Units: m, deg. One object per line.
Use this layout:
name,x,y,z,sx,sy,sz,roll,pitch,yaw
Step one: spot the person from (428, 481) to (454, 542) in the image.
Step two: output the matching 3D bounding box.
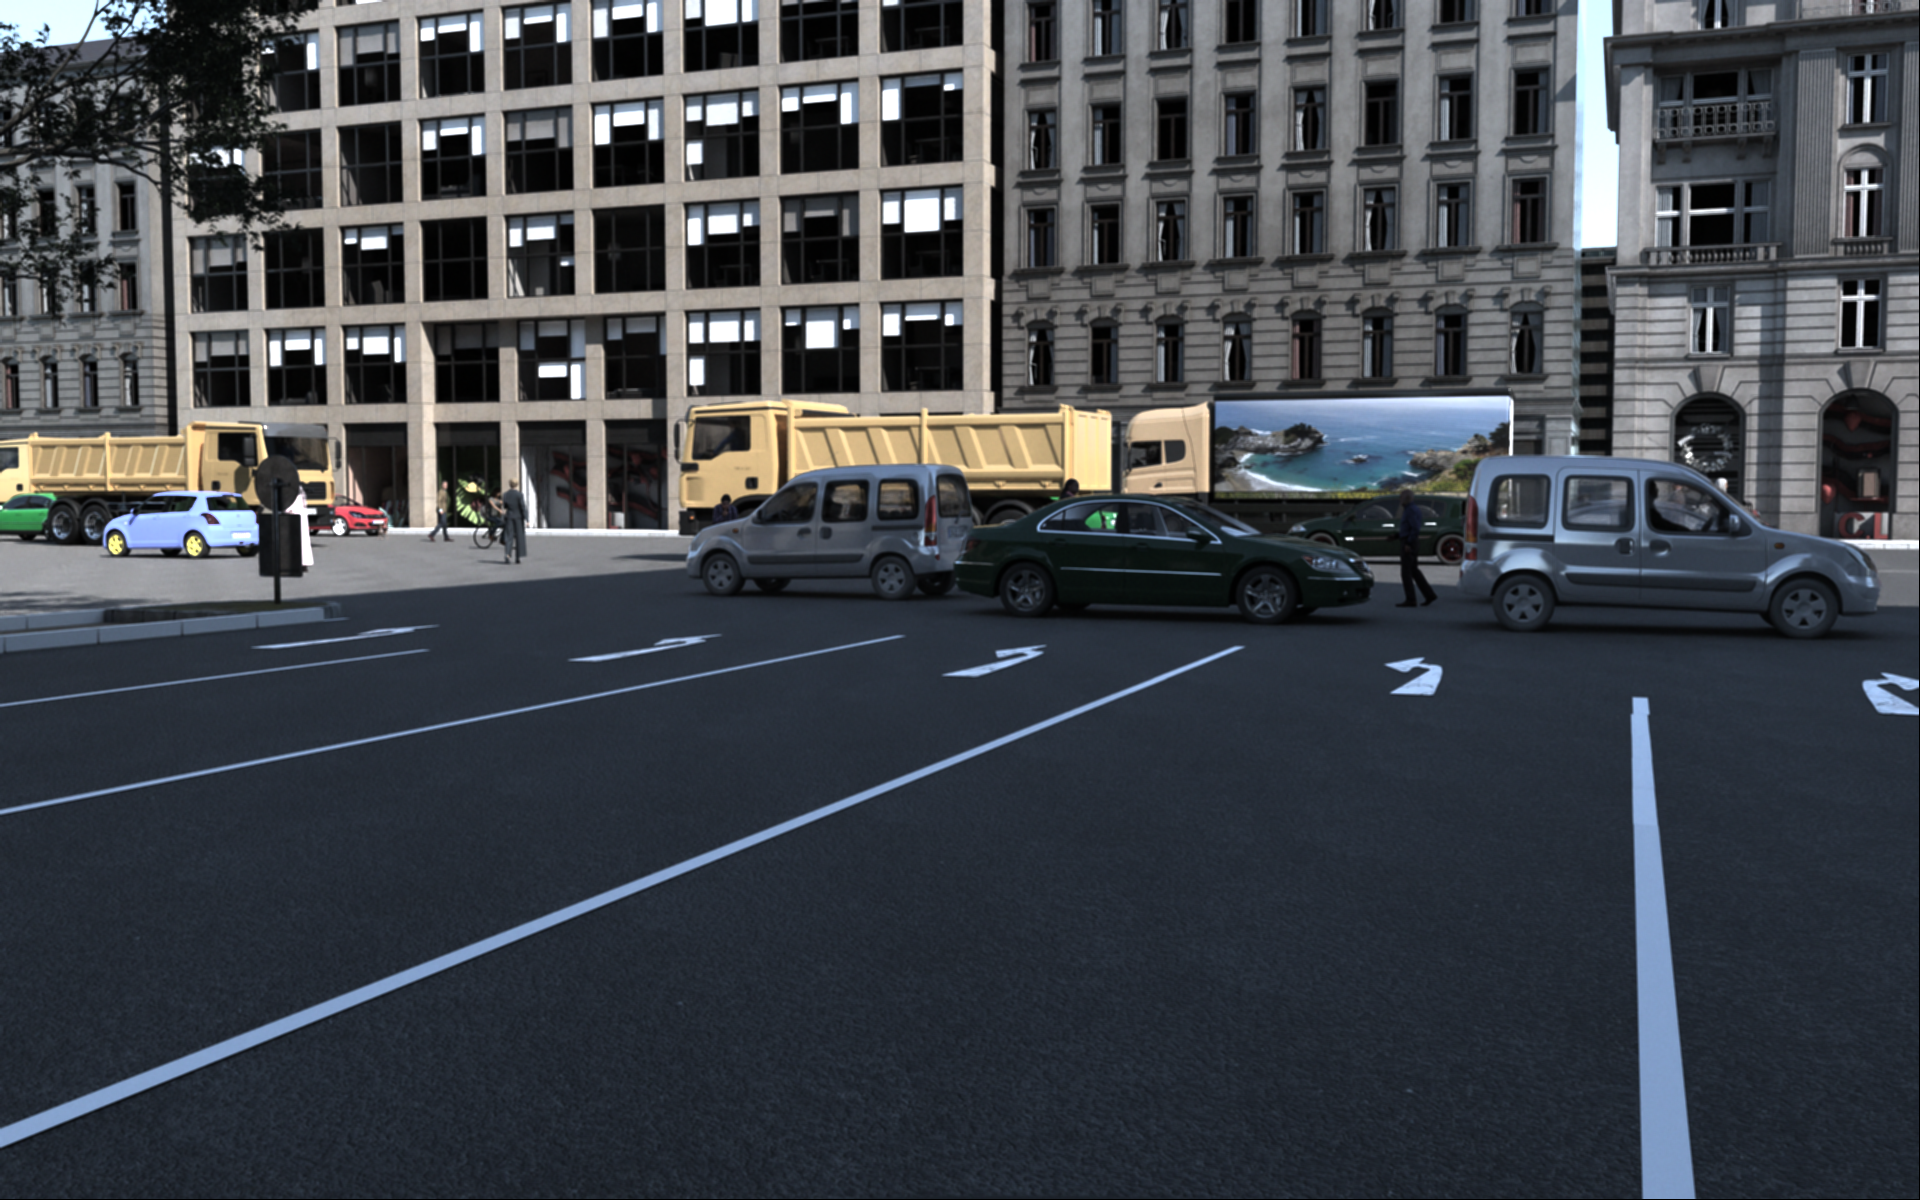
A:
person,-15.654,-2.682,52.269,0.836,1.842,0.656,-3,5,-39

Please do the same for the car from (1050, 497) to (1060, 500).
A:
car,1.266,-1.802,38.265,4.718,1.807,1.959,1,4,21

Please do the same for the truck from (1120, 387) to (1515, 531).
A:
truck,9.556,-3.645,48.513,11.283,4.237,2.839,1,4,19

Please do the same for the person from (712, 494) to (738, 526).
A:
person,-4.013,-1.091,29.571,0.421,1.427,0.697,-1,4,-14

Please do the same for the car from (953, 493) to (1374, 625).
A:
car,2.353,-0.521,20.311,4.920,1.459,2.131,1,4,23

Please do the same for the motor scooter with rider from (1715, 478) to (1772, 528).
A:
motor scooter with rider,14.729,-1.464,32.899,1.986,1.779,0.876,1,4,19

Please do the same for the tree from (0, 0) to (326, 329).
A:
tree,-9.277,-4.829,15.823,8.767,10.594,7.601,1,4,21

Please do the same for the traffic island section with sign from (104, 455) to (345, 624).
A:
traffic island section with sign,-8.198,-0.708,19.709,2.006,1.907,1.989,1,4,21

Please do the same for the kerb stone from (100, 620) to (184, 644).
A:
kerb stone,-8.116,0.315,17.072,0.120,0.150,1.000,1,4,21

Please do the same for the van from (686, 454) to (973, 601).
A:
van,-1.864,-1.068,24.479,4.112,2.044,2.013,1,4,22

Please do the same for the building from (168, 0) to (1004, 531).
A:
building,-11.679,-16.292,70.898,34.151,26.468,19.350,1,4,21

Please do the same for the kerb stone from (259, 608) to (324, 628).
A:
kerb stone,-7.376,0.196,18.997,0.120,0.150,1.000,1,4,21

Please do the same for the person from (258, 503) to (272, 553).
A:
person,-16.785,-2.015,42.001,0.362,1.759,0.519,3,4,37

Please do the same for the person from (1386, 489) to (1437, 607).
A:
person,5.709,-0.668,22.111,0.600,1.496,0.574,3,5,45

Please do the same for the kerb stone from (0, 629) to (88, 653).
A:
kerb stone,-8.486,0.372,16.113,0.120,0.150,1.000,1,4,21

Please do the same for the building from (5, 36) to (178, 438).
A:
building,-38.800,-13.894,76.323,18.267,20.994,9.793,1,4,21

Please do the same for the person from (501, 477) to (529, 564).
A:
person,-9.120,-1.625,35.498,0.576,1.772,0.534,-1,4,-12

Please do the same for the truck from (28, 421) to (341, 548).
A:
truck,-21.163,-3.173,47.801,9.791,3.379,3.469,1,4,23

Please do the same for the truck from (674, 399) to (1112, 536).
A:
truck,-1.870,-2.454,36.048,9.791,3.379,3.469,1,4,23

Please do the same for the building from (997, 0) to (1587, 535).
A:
building,11.300,-12.762,57.815,18.267,20.994,9.793,1,4,21

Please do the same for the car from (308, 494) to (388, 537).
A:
car,-21.775,-3.092,59.594,4.494,1.783,2.155,1,4,22

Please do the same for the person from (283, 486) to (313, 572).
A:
person,-12.213,-1.383,31.776,0.621,1.740,0.551,-1,4,-23

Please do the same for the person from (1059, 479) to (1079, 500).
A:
person,1.603,-0.857,23.984,0.593,1.643,0.415,2,4,30

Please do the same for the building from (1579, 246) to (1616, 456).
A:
building,75.782,-26.511,205.148,14.107,30.474,14.160,1,4,21

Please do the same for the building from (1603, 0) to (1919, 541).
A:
building,31.802,-12.803,51.129,24.055,21.916,13.314,1,4,21

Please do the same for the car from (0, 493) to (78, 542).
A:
car,-28.148,-2.706,53.039,4.718,1.807,1.959,1,4,19

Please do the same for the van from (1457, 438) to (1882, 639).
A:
van,7.377,-0.685,18.204,4.112,2.044,2.013,1,4,20

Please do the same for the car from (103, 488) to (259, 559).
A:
car,-17.752,-1.825,39.431,3.694,1.707,1.945,1,4,23

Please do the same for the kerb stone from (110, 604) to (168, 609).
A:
kerb stone,-9.341,0.151,19.727,0.120,0.150,1.000,1,4,21

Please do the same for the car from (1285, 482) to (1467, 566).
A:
car,8.832,-1.595,35.867,4.222,1.686,2.009,1,4,19

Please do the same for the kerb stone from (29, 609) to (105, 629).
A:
kerb stone,-9.715,0.210,18.769,0.120,0.150,1.000,1,4,21

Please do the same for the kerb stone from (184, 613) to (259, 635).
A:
kerb stone,-7.744,0.255,18.030,0.120,0.150,1.000,1,4,21

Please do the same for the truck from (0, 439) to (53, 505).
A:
truck,-30.056,-3.930,60.173,9.791,3.379,3.469,1,4,22

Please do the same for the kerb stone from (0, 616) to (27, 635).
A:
kerb stone,-10.079,0.268,17.807,0.120,0.150,1.000,1,4,21

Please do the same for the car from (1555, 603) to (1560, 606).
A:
car,9.102,-0.622,22.524,4.827,1.381,2.083,1,4,20

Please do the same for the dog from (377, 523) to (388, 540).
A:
dog,-18.181,-2.156,54.535,0.406,0.507,0.540,-3,4,-38

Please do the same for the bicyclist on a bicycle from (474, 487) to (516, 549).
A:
bicyclist on a bicycle,-12.023,-2.151,45.183,1.625,1.676,1.499,1,4,22
